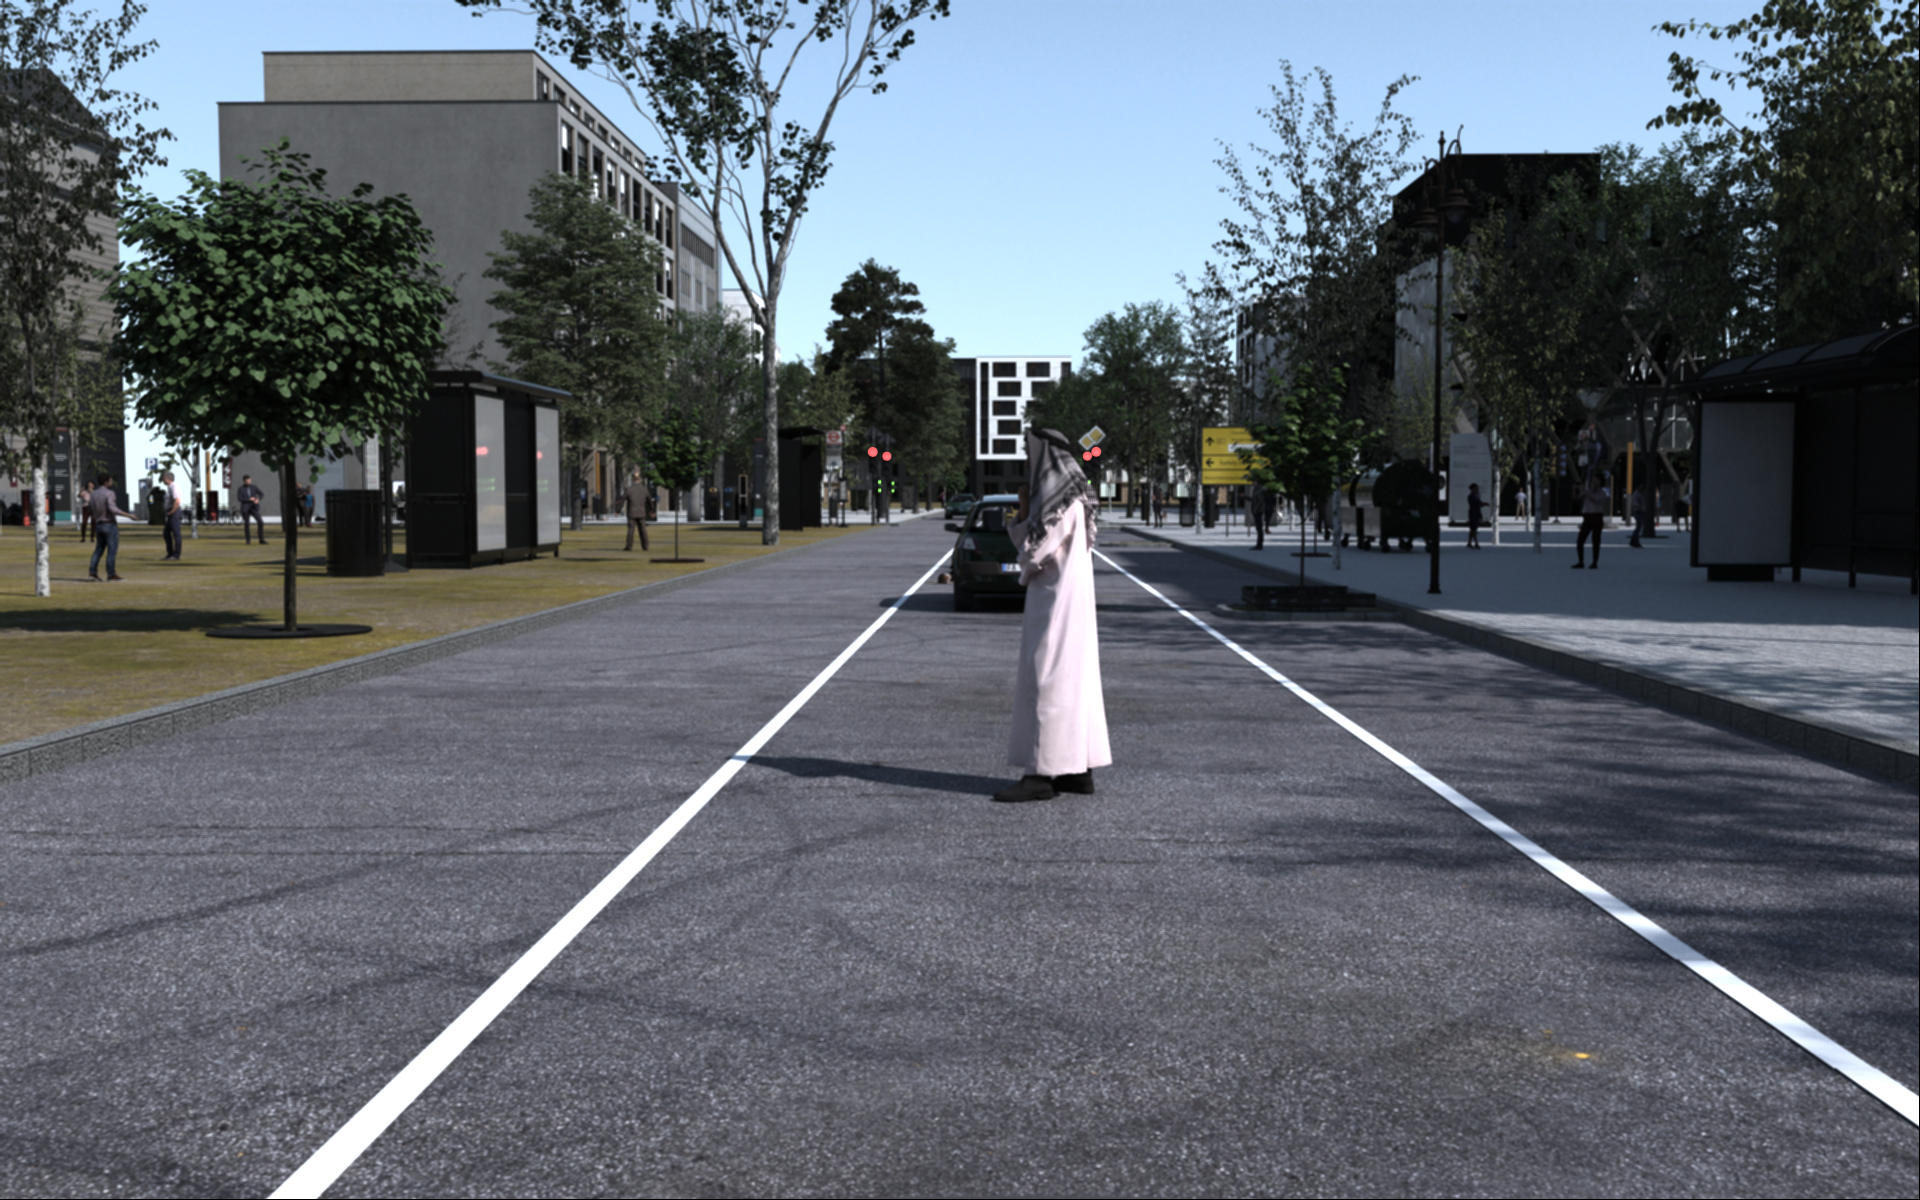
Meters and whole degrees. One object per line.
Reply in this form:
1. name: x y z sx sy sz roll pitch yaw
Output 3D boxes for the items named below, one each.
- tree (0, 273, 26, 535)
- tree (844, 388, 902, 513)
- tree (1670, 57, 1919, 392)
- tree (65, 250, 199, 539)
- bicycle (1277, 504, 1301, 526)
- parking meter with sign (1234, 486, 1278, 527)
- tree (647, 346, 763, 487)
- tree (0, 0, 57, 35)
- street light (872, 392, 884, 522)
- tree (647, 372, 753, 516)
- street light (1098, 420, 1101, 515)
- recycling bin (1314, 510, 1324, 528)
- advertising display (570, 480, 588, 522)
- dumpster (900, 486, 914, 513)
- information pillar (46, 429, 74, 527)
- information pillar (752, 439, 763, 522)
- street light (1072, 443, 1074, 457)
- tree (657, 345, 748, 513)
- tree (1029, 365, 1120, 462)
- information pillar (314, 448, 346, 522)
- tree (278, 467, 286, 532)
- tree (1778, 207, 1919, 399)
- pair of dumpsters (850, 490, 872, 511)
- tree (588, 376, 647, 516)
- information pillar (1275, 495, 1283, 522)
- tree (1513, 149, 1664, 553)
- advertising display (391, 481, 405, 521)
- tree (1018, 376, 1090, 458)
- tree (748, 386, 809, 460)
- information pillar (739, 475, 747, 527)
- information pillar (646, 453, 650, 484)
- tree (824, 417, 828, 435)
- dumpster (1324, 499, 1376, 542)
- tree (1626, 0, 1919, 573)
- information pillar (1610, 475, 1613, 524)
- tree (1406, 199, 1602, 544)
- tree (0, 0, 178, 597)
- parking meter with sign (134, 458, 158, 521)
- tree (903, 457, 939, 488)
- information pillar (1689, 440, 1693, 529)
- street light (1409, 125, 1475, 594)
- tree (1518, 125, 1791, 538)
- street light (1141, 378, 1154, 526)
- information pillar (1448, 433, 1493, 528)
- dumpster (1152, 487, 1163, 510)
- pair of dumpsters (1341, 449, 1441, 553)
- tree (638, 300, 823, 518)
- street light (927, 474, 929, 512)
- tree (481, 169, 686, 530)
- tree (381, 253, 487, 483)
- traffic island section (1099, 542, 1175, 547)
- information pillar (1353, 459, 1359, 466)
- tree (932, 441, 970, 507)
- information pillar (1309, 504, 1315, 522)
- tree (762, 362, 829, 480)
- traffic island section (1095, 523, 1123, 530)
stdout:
1. tree: -29.789 -6.293 53.249 4.737 8.622 4.395 0 3 0
2. tree: -6.274 -10.398 120.364 4.360 8.622 3.978 0 3 0
3. tree: 19.536 -6.206 35.886 8.767 10.594 7.601 0 4 4
4. tree: -22.050 -6.087 49.884 4.737 8.622 4.395 0 3 0
5. bicycle: 13.180 -3.470 69.949 1.543 0.972 0.635 2 4 26
6. parking meter with sign: 11.642 -4.407 68.314 1.738 3.016 0.543 -1 4 -10
7. tree: -15.932 -10.617 108.006 8.767 10.594 7.601 1 4 10
8. tree: -22.842 -10.774 32.038 12.611 20.169 13.585 0 3 0
9. street light: -3.729 -6.462 78.447 0.468 5.910 1.993 0 4 2
10. tree: -15.127 -9.259 101.747 4.737 8.622 4.395 0 3 0
11. street light: 8.514 -8.112 105.419 0.468 5.910 1.993 0 4 2
12. recycling bin: 13.859 -3.225 65.281 0.722 1.027 0.722 -2 4 -29
13. advertising display: -17.743 -4.617 80.697 0.974 1.923 0.123 2 4 31
14. dumpster: -3.462 -6.909 118.722 1.264 1.857 1.865 0 4 1
15. information pillar: -35.794 -4.857 68.794 0.750 3.857 0.750 3 5 42
16. information pillar: -9.331 -5.604 81.002 0.750 3.857 0.750 -1 4 -15
17. street light: 9.904 -10.981 152.324 0.468 5.910 1.993 0 4 2
18. tree: -13.186 -8.346 86.822 4.360 8.622 3.978 0 3 0
19. tree: 11.380 -15.394 162.068 12.009 13.543 11.850 0 3 0
20. information pillar: -29.272 -5.452 80.458 1.656 3.620 0.184 1 4 18
21. tree: -23.274 -7.602 58.701 7.601 10.594 8.767 0 4 -2
22. tree: 21.576 -5.597 41.866 4.360 8.622 3.978 0 3 0
23. pair of dumpsters: -7.495 -7.813 130.235 1.574 2.255 4.436 0 4 2
24. tree: -19.881 -9.241 101.457 4.737 8.622 4.395 0 3 0
25. information pillar: 14.726 -4.612 79.895 0.304 2.012 0.304 -1 4 -12
26. tree: 12.590 -5.311 37.198 4.360 8.622 3.978 0 3 0
27. advertising display: -26.830 -4.758 83.003 0.123 1.923 0.974 2 4 33
28. tree: 11.121 -17.067 185.707 9.857 13.997 8.962 0 3 0
29. tree: -12.297 -10.145 116.238 4.360 8.622 3.978 0 3 0
30. information pillar: -8.409 -3.831 67.134 0.304 2.012 0.304 -1 4 -9
31. information pillar: -14.761 -5.585 82.635 0.184 3.620 1.656 0 4 -3
32. tree: -13.227 -12.358 127.809 9.928 11.665 9.643 0 3 0
33. dumpster: 10.659 -2.536 47.220 1.264 1.857 1.865 0 4 2
34. tree: 13.237 -4.753 28.070 4.737 8.622 4.395 0 3 0
35. information pillar: 25.468 -3.888 68.068 0.304 2.012 0.304 1 4 19
36. tree: 13.908 -5.723 43.930 4.737 8.622 4.395 0 3 0
37. tree: -11.672 -4.339 21.304 4.360 8.622 3.978 0 3 0
38. parking meter with sign: -39.058 -5.307 83.027 0.543 3.016 1.738 0 4 -3
39. tree: -3.812 -12.195 149.744 4.360 8.622 3.978 0 3 0
40. information pillar: 27.204 -4.448 64.077 0.183 3.616 0.504 -1 4 -18
41. street light: 6.133 -3.023 22.212 0.468 5.910 1.993 0 4 2
42. tree: 20.083 -7.618 50.311 9.928 11.665 9.643 0 3 0
43. street light: 7.542 -5.907 69.368 0.468 5.910 1.993 0 4 2
44. information pillar: 19.695 -4.617 66.795 1.656 3.620 0.184 3 4 36
45. dumpster: 15.971 -8.336 142.045 1.264 1.857 1.865 0 4 2
46. pair of dumpsters: 9.700 -2.261 39.463 1.574 2.255 4.436 0 4 2
47. tree: -13.605 -10.288 93.961 9.928 11.665 9.643 0 3 0
48. street light: -2.313 -9.344 125.556 0.468 5.910 1.993 0 4 2
49. tree: -13.279 -8.748 61.163 7.486 12.596 7.792 0 3 0
50. tree: -16.842 -6.319 53.680 4.360 8.622 3.978 0 3 0
51. traffic island section: 4.849 -1.520 47.726 1.991 0.108 1.994 0 4 2
52. information pillar: 18.506 -5.523 81.620 0.184 3.620 1.656 2 4 27
53. tree: -0.543 -15.868 209.802 4.737 8.622 4.395 0 3 0
54. information pillar: 16.542 -4.683 81.054 0.304 2.012 0.304 -3 5 -44
55. tree: -13.720 -13.354 140.399 6.751 12.117 7.091 0 3 0
56. traffic island section: 5.504 -2.923 70.078 2.009 0.180 2.903 0 4 2
